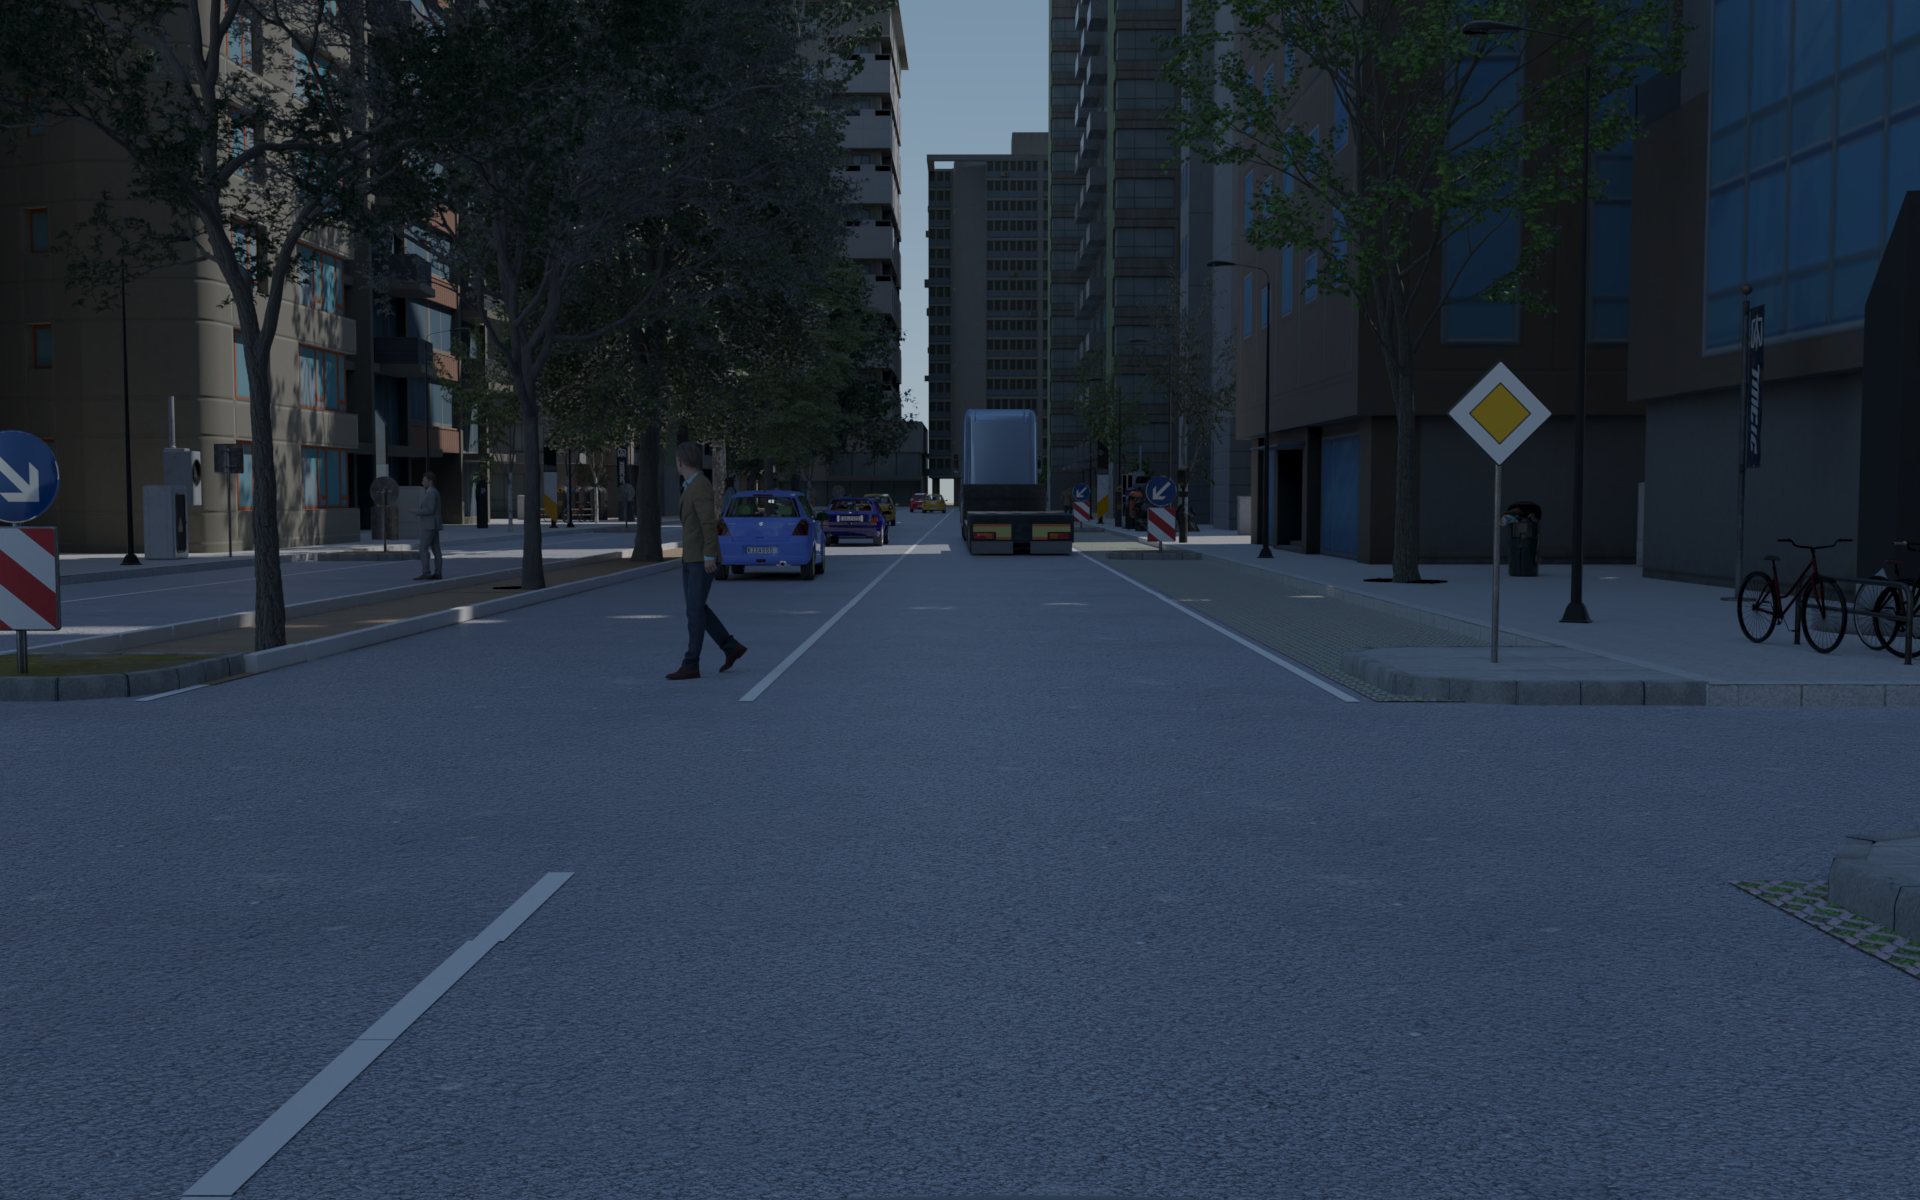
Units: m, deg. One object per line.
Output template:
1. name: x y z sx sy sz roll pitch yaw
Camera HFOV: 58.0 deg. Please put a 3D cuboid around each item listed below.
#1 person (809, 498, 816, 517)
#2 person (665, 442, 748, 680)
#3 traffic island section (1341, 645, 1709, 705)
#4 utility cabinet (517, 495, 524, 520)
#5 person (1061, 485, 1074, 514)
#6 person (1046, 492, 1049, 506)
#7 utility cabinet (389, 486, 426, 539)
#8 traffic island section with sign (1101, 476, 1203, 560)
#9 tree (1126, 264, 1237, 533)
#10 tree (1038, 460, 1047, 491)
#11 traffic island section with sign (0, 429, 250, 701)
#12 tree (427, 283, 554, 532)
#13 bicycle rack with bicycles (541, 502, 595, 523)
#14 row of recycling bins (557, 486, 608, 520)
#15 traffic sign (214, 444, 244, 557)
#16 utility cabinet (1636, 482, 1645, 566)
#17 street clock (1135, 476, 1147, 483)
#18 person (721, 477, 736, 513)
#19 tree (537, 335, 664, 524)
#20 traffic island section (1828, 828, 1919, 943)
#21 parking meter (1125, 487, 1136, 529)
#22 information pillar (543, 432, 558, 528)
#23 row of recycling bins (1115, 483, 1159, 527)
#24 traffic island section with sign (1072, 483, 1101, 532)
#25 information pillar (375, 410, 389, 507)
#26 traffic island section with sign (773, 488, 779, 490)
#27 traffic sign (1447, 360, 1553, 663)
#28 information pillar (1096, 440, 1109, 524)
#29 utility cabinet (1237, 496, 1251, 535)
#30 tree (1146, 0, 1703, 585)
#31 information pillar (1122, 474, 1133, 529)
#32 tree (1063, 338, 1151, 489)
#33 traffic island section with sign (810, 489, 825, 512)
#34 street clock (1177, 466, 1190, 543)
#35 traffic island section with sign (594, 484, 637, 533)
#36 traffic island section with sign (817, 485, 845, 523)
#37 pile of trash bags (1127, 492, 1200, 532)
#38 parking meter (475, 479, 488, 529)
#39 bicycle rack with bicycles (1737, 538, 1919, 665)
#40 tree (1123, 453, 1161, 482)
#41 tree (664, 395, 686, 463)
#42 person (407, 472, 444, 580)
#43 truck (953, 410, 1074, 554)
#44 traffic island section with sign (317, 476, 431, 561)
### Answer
1. person: -4.574 -2.422 52.372 0.425 1.301 0.394 -2 4 -33
2. person: -2.040 -0.320 13.640 0.656 1.842 0.836 3 5 43
3. traffic island section: 4.087 0.556 13.189 2.009 0.180 2.903 0 4 0
4. utility cabinet: -21.507 -4.594 86.276 1.020 1.237 0.306 0 4 7
5. person: 5.107 -4.471 81.514 0.656 1.842 0.836 0 4 -3
6. person: 4.168 -4.709 85.333 0.795 1.843 0.661 3 4 36
7. utility cabinet: -15.747 -2.484 49.285 1.173 1.500 0.318 2 4 24
8. traffic island section with sign: 4.255 -1.813 38.269 1.989 1.847 2.006 0 4 0
9. tree: 7.577 -6.468 56.110 4.360 8.622 3.978 0 3 0
10. tree: 7.883 -11.144 165.923 4.285 4.588 4.351 0 3 0
11. traffic island section with sign: -6.697 -0.292 12.916 2.006 1.907 1.989 0 4 0
12. tree: -15.426 -6.607 58.390 4.737 8.622 4.395 0 3 0
13. bicycle rack with bicycles: -17.562 -3.949 77.953 2.852 0.926 2.925 2 4 35
14. row of recycling bins: -18.820 -4.829 86.060 3.534 1.692 1.069 3 4 37
15. traffic sign: -14.809 -2.017 35.100 0.606 2.300 0.079 0 4 2
16. utility cabinet: 12.497 -1.337 30.541 1.173 1.500 0.318 -1 4 -22
17. street clock: 7.234 -3.958 69.276 0.358 2.002 0.471 3 5 41
18. person: -4.935 -1.743 37.265 0.793 1.790 0.793 -3 5 -41
19. tree: -16.012 -7.636 75.211 4.360 8.622 3.978 0 3 0
20. traffic island section: 4.037 1.044 5.204 2.009 0.180 2.903 0 4 0
21. parking meter: 6.231 -3.359 63.324 0.372 1.533 0.369 0 3 0
22. information pillar: -15.428 -4.522 65.289 0.504 3.616 0.183 -1 4 -14
23. row of recycling bins: 6.798 -3.619 66.288 1.069 1.692 3.534 -1 4 -11
24. traffic island section with sign: 4.417 -3.461 65.223 1.989 1.847 2.006 0 4 0
25. information pillar: -16.118 -3.484 48.311 0.504 3.616 0.183 3 5 39
26. traffic island section with sign: -12.243 -6.527 115.341 1.989 1.847 2.006 0 4 0
27. traffic sign: 4.063 -0.579 13.112 0.795 2.450 0.064 0 4 0
28. information pillar: 6.133 -5.084 74.484 0.504 3.616 0.183 0 3 0
29. utility cabinet: 9.182 -2.621 54.015 1.020 1.237 0.306 0 4 -4
30. tree: 6.306 -6.059 24.823 9.928 11.665 9.643 0 3 0
31. information pillar: 6.196 -3.643 64.055 0.304 2.012 0.304 -2 4 -35
32. tree: 6.966 -8.104 82.858 4.737 8.622 4.395 0 3 0
33. traffic island section with sign: -12.072 -8.175 142.295 1.989 1.847 2.006 0 4 0
34. street clock: 5.870 -2.504 45.505 0.358 2.002 0.471 1 4 23
35. traffic island section with sign: -12.560 -3.448 64.995 1.989 1.847 2.006 0 4 0
36. traffic island section with sign: -6.241 -4.888 88.053 2.006 1.907 1.989 0 4 0
37. pile of trash bags: 6.777 -3.069 59.931 1.912 1.369 3.447 -2 4 -25
38. parking meter: -17.817 -3.596 64.512 0.399 1.863 0.255 -3 5 -40
39. bicycle rack with bicycles: 7.881 -0.020 13.704 2.852 0.926 2.925 0 4 2
40. tree: 7.854 -4.893 74.596 1.663 3.219 1.824 0 3 0
41. tree: -15.733 -8.371 87.226 4.360 8.622 3.978 0 3 0
42. person: -8.935 -1.239 28.961 0.583 1.804 0.606 -1 4 -12
43. truck: 1.332 -3.646 49.369 2.967 4.110 18.799 0 4 -1
44. traffic island section with sign: -12.731 -1.790 37.902 1.989 1.847 2.006 0 4 0
